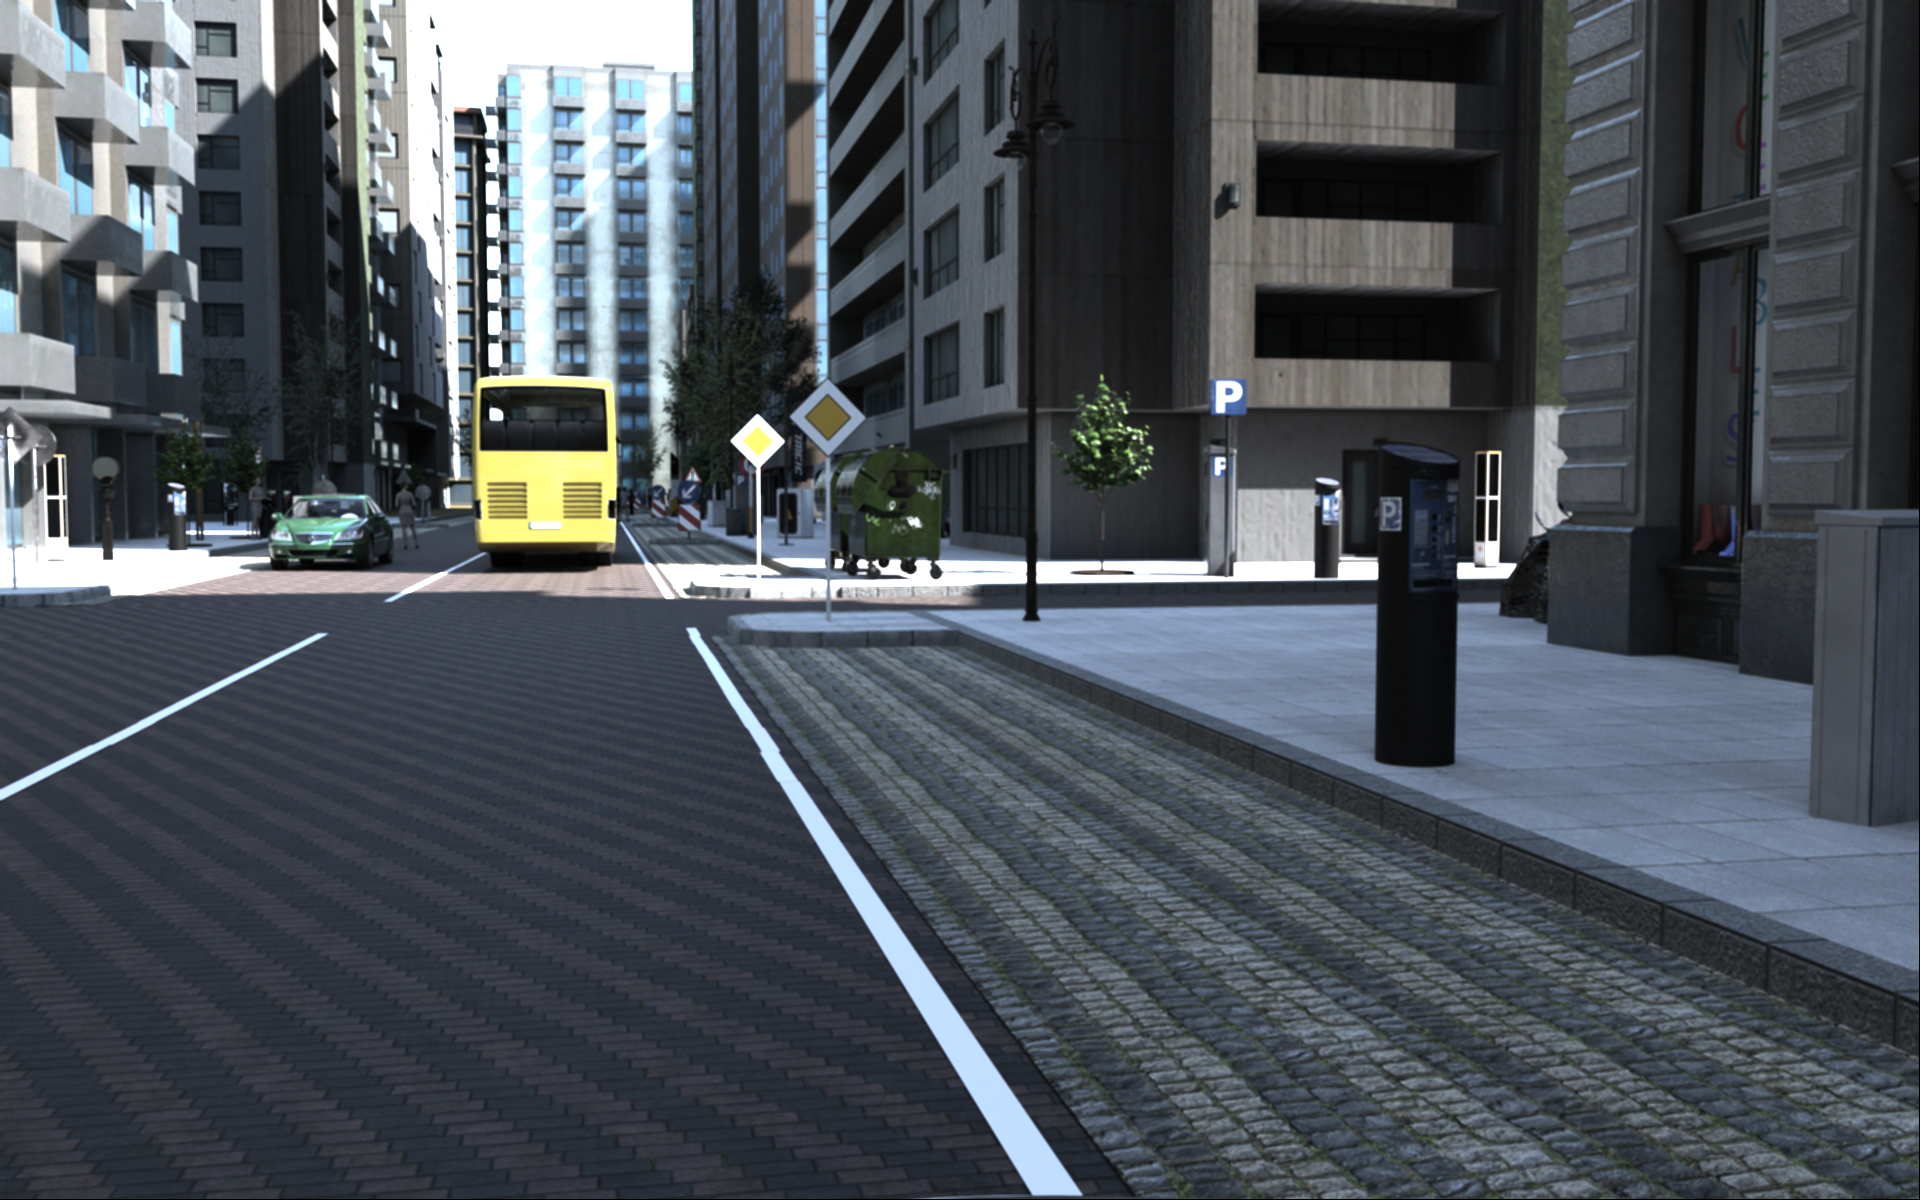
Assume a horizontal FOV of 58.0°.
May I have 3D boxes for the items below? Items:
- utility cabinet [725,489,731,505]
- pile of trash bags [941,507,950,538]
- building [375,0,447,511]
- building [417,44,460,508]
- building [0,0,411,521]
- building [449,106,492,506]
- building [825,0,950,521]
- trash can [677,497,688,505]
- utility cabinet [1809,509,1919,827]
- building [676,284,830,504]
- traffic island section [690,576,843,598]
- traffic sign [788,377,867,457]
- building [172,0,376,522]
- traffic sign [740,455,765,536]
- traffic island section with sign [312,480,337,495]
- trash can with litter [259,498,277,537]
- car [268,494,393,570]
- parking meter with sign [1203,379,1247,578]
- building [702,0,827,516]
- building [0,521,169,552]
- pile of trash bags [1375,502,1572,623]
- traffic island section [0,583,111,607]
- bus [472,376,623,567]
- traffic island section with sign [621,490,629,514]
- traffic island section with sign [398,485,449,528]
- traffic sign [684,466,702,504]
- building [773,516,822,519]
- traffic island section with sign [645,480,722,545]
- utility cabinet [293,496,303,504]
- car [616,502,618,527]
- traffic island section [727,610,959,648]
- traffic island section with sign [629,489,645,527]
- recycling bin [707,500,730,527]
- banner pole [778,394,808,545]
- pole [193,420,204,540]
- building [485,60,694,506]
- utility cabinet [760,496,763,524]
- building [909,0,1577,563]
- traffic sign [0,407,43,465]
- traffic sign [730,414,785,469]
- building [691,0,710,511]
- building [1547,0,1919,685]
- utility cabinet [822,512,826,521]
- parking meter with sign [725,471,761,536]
[{"bbox_3d":[-10.722,-4.490,82.090,0.318,1.500,1.173,-3,4,-36],"label":"utility cabinet"},{"bbox_3d":[-0.345,-2.508,50.756,1.912,1.369,3.447,-3,4,-38],"label":"pile of trash bags"},{"bbox_3d":[-55.645,-33.414,135.556,28.713,52.752,27.495,-1,4,-12],"label":"building"},{"bbox_3d":[-53.670,-29.065,158.810,14.086,41.232,14.154,-1,4,-12],"label":"building"},{"bbox_3d":[-47.797,-29.842,107.518,23.786,49.044,30.456,-1,4,-12],"label":"building"},{"bbox_3d":[-65.875,-32.603,187.683,28.867,44.769,22.147,-1,4,-12],"label":"building"},{"bbox_3d":[6.670,-27.140,67.443,21.300,48.544,21.600,-1,4,-12],"label":"building"},{"bbox_3d":[-14.950,-5.016,93.670,0.748,1.137,0.748,0,3,0],"label":"trash can"},{"bbox_3d":[3.894,0.255,6.987,1.020,1.237,0.306,-2,4,-28],"label":"utility cabinet"},{"bbox_3d":[-11.587,-19.257,159.896,27.650,21.520,28.899,-1,4,-12],"label":"building"},{"bbox_3d":[-2.894,-0.183,25.281,2.009,0.180,2.903,-1,4,-12],"label":"traffic island section"},{"bbox_3d":[-1.301,-0.929,17.372,0.795,2.593,0.064,-1,4,-12],"label":"traffic sign"},{"bbox_3d":[-37.188,-19.164,85.029,14.160,30.474,14.107,-1,4,-12],"label":"building"},{"bbox_3d":[-6.239,-3.180,52.100,0.768,2.556,0.104,-1,4,-11],"label":"traffic sign"},{"bbox_3d":[-17.397,-2.373,47.424,1.989,1.847,2.006,-1,4,-12],"label":"traffic island section with sign"},{"bbox_3d":[-20.716,-2.478,51.896,0.624,1.170,1.055,0,4,1],"label":"trash can with litter"},{"bbox_3d":[-12.465,-1.389,34.511,2.131,1.459,4.920,-1,4,-11],"label":"car"},{"bbox_3d":[4.088,-1.888,27.137,0.543,3.016,1.738,0,4,2],"label":"parking meter with sign"},{"bbox_3d":[-10.789,-28.904,122.695,14.600,45.320,14.200,-1,4,-12],"label":"building"},{"bbox_3d":[-32.289,-25.784,41.184,23.786,49.044,30.456,-1,4,-12],"label":"building"},{"bbox_3d":[6.014,-0.487,17.722,3.447,1.369,1.912,1,4,12],"label":"pile of trash bags"},{"bbox_3d":[-12.730,-0.060,23.263,2.009,0.180,2.903,-1,4,-12],"label":"traffic island section"},{"bbox_3d":[-8.666,-2.786,37.104,2.896,3.916,12.252,-1,4,-11],"label":"bus"},{"bbox_3d":[-23.497,-7.121,125.058,1.989,1.847,2.006,-1,4,-12],"label":"traffic island section with sign"},{"bbox_3d":[-22.848,-3.988,73.825,1.989,1.847,2.006,-1,4,-12],"label":"traffic island section with sign"},{"bbox_3d":[-12.338,-4.891,79.979,0.884,2.594,0.081,-1,4,-8],"label":"traffic sign"},{"bbox_3d":[-7.577,-28.040,108.573,14.600,45.320,14.200,-1,4,-12],"label":"building"},{"bbox_3d":[-7.867,-2.492,49.374,1.989,1.847,2.006,-1,4,-12],"label":"traffic island section with sign"},{"bbox_3d":[-21.812,-2.869,58.072,1.020,1.237,0.306,0,4,4],"label":"utility cabinet"},{"bbox_3d":[-15.626,-3.993,74.084,1.959,1.807,4.718,-1,4,-12],"label":"car"},{"bbox_3d":[-1.279,0.295,17.460,2.009,0.180,2.903,-1,4,-12],"label":"traffic island section"},{"bbox_3d":[-13.394,-4.128,76.125,1.989,1.847,2.006,-1,4,-12],"label":"traffic island section with sign"},{"bbox_3d":[-9.467,-3.386,67.915,0.722,1.027,0.722,-1,4,-23],"label":"recycling bin"},{"bbox_3d":[-4.155,-3.254,43.220,0.863,3.779,0.401,2,4,29],"label":"banner pole"},{"bbox_3d":[-21.110,-3.313,48.011,0.158,3.312,0.155,0,3,0],"label":"pole"},{"bbox_3d":[-37.050,-35.175,194.712,30.456,49.044,23.786,-1,4,-12],"label":"building"},{"bbox_3d":[-9.061,-3.950,75.749,1.020,1.237,0.306,3,4,37],"label":"utility cabinet"},{"bbox_3d":[6.961,-16.233,37.113,14.107,30.474,14.160,-1,4,-12],"label":"building"},{"bbox_3d":[-12.708,-1.285,23.200,0.795,2.593,0.064,-1,4,-12],"label":"traffic sign"},{"bbox_3d":[-2.915,-1.407,25.193,0.795,2.593,0.064,-1,4,-12],"label":"traffic sign"},{"bbox_3d":[-14.052,-27.724,136.885,14.154,41.232,14.086,-1,4,-12],"label":"building"},{"bbox_3d":[11.598,-10.840,6.107,11.050,23.489,19.941,-1,4,-12],"label":"building"},{"bbox_3d":[-6.270,-4.535,82.830,0.318,1.500,1.173,1,4,18],"label":"utility cabinet"},{"bbox_3d":[-6.670,-3.525,53.887,0.543,3.016,1.738,2,4,24],"label":"parking meter with sign"}]
